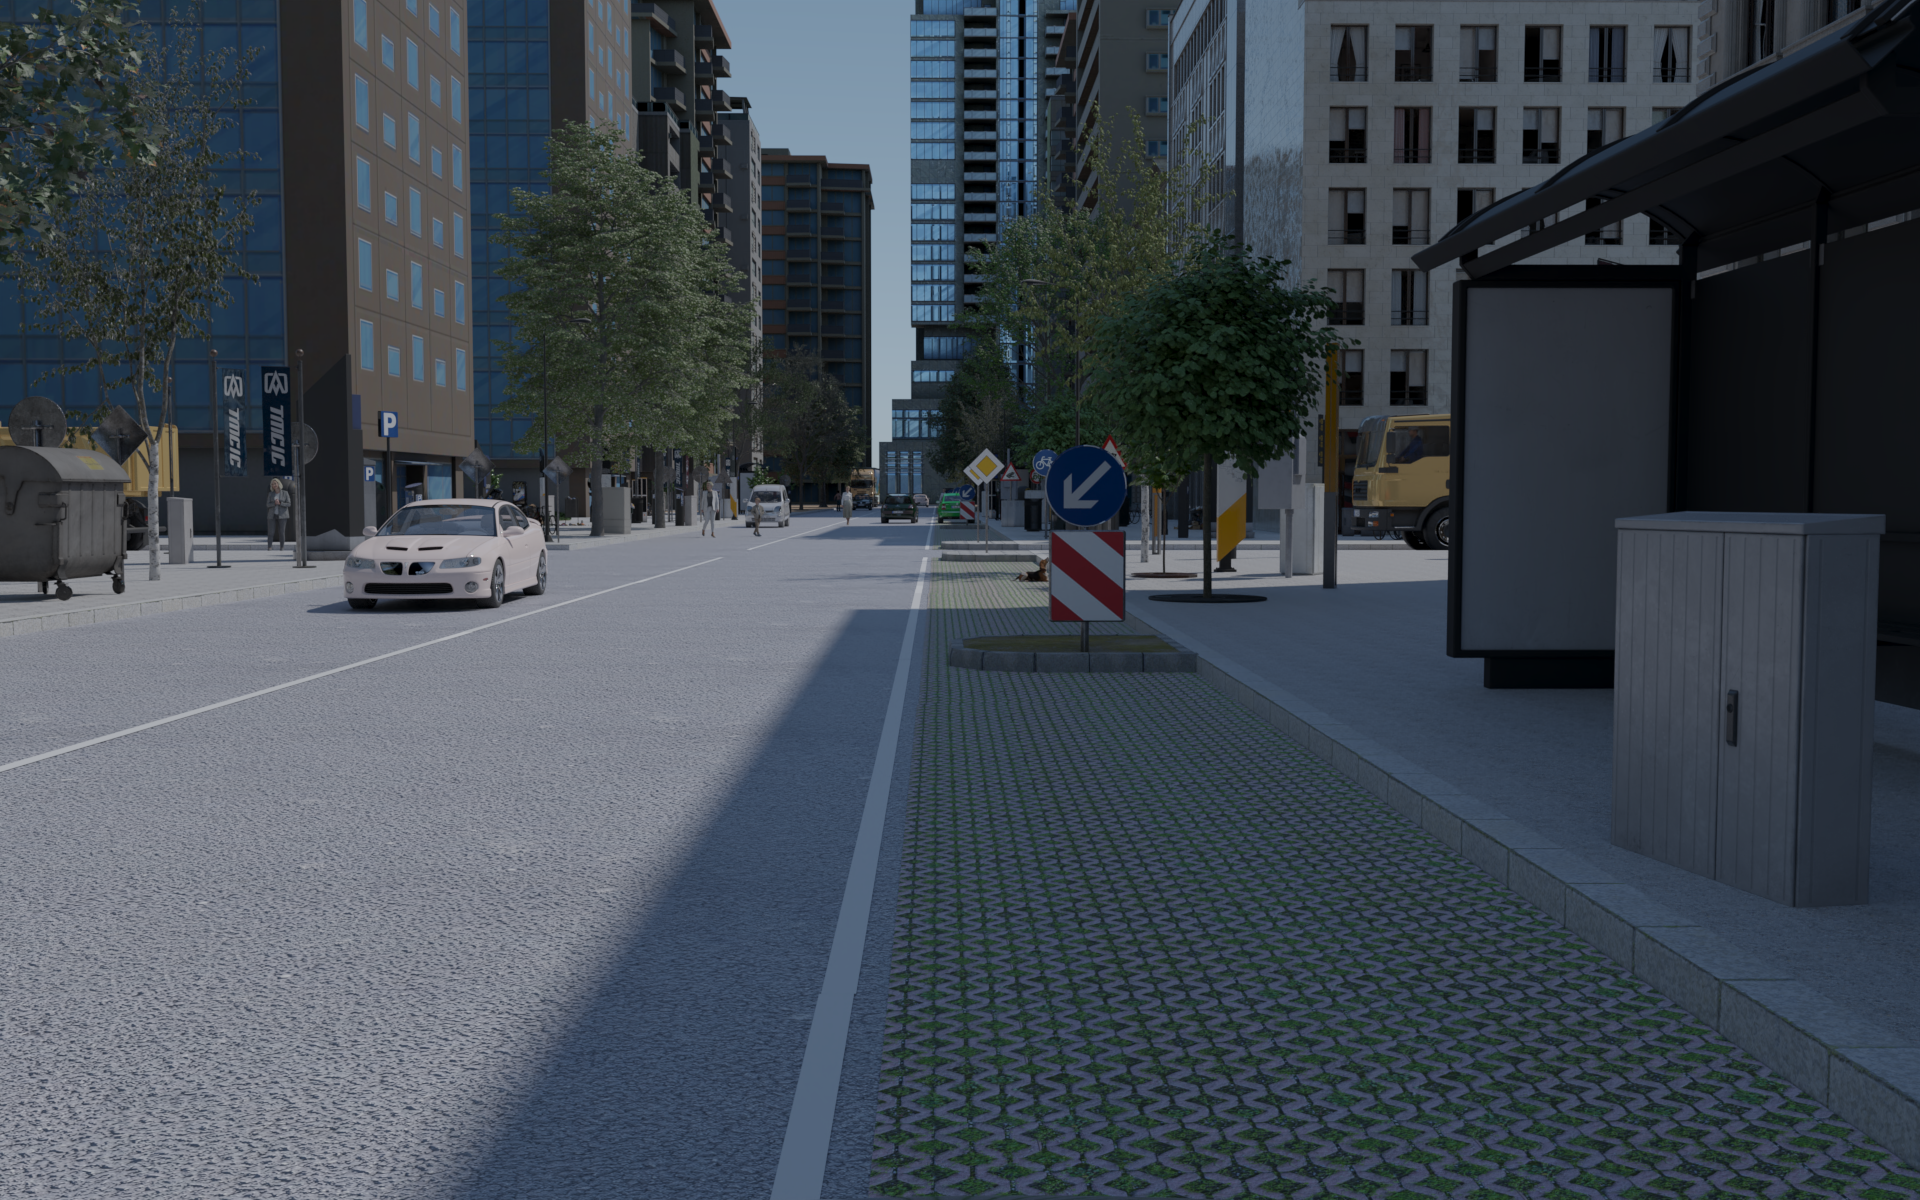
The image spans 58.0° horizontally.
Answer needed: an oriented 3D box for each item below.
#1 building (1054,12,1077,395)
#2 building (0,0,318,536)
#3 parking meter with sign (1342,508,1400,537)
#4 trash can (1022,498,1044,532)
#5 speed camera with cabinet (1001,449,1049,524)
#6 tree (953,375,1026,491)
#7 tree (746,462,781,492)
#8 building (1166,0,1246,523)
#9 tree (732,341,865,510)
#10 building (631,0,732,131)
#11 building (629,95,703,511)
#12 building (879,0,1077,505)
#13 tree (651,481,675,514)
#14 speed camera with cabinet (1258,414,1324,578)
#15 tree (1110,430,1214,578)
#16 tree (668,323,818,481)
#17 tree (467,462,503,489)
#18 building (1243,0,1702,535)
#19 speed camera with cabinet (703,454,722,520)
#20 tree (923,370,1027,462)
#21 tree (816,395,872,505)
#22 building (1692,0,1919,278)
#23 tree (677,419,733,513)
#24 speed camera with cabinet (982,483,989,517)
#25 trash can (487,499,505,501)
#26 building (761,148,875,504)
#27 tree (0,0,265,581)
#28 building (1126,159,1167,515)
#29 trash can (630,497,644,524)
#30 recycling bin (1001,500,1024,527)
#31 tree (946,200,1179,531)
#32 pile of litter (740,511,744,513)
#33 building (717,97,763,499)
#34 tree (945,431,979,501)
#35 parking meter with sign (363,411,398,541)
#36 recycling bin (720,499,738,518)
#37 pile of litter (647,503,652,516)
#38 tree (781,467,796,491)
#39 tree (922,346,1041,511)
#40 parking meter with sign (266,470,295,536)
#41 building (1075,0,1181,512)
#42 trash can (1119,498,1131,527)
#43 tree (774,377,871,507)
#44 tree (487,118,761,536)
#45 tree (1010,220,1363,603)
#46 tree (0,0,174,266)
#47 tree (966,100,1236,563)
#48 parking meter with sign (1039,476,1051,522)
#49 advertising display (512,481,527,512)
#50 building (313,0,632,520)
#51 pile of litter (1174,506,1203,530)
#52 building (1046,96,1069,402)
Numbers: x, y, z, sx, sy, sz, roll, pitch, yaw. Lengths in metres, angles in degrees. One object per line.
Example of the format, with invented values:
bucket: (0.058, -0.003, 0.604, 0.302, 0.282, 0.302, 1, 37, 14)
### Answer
building: (20.045, -30.801, 158.214, 22.147, 44.769, 28.867, 0, 4, -1)
building: (-25.638, -24.996, 58.792, 14.600, 45.320, 14.200, 0, 4, -1)
parking meter with sign: (12.454, -3.431, 52.353, 1.738, 3.016, 0.543, 0, 4, 7)
trash can: (2.497, -2.906, 59.174, 0.748, 1.137, 0.748, 0, 3, 0)
speed camera with cabinet: (2.835, -4.979, 75.742, 2.038, 3.252, 0.660, 1, 4, 10)
tree: (2.149, -9.658, 108.274, 4.360, 8.622, 3.978, 0, 3, 0)
tree: (-12.096, -6.662, 103.520, 1.663, 3.219, 1.824, 0, 3, 0)
building: (16.402, -15.797, 76.297, 12.078, 24.808, 19.932, 0, 4, -1)
tree: (-12.634, -13.920, 137.961, 12.009, 13.543, 11.850, 0, 3, 0)
building: (-31.553, -30.275, 149.625, 22.147, 44.769, 28.867, 0, 4, -1)
building: (-27.092, -21.780, 127.809, 14.160, 30.474, 14.107, 0, 4, -1)
building: (5.411, -55.595, 221.655, 31.000, 86.520, 22.319, 0, 4, -1)
tree: (-18.874, -7.061, 110.046, 1.663, 3.219, 1.824, 0, 3, 0)
speed camera with cabinet: (5.282, -2.013, 27.241, 0.660, 3.252, 2.038, 2, 4, 29)
tree: (3.060, -1.971, 26.823, 1.663, 3.219, 1.824, 0, 3, 0)
tree: (-12.244, -9.782, 94.344, 8.767, 10.594, 7.601, -2, 4, -33)
tree: (-24.027, -5.734, 88.345, 1.663, 3.219, 1.824, 0, 3, 0)
building: (18.934, -12.484, 58.860, 16.860, 20.320, 10.420, 0, 4, -1)
speed camera with cabinet: (-12.407, -5.650, 86.707, 0.660, 3.252, 2.038, -1, 4, -20)
tree: (1.821, -14.936, 154.577, 12.009, 13.543, 11.850, 0, 3, 0)
tree: (-13.870, -17.090, 197.542, 7.486, 12.596, 7.792, 0, 3, 0)
building: (17.082, -11.632, 19.055, 11.050, 23.489, 19.941, 0, 4, -1)
tree: (-17.137, -10.088, 115.294, 4.737, 8.622, 4.395, 0, 3, 0)
speed camera with cabinet: (1.628, -6.347, 98.105, 0.660, 3.252, 2.038, 0, 4, 7)
trash can: (-13.833, -2.420, 51.227, 0.748, 1.137, 0.748, 0, 3, 0)
building: (-25.569, -34.702, 222.005, 28.867, 44.769, 22.147, 0, 4, -1)
tree: (-12.143, -4.605, 25.653, 4.360, 8.622, 3.978, 0, 3, 0)
building: (17.374, -17.401, 103.592, 14.460, 24.649, 34.723, 0, 4, -1)
trash can: (-14.154, -3.914, 75.645, 0.748, 1.137, 0.748, 0, 3, 0)
recycling bin: (2.106, -3.381, 67.834, 0.722, 1.027, 0.722, 3, 5, 44)
tree: (3.454, -8.219, 60.129, 9.928, 11.665, 9.643, 0, 3, 0)
pile of litter: (-15.139, -6.475, 119.824, 1.176, 0.858, 1.719, 1, 4, 22)
building: (-27.961, -30.399, 180.625, 14.086, 41.232, 14.154, 0, 4, -1)
tree: (1.543, -16.472, 187.439, 7.486, 12.596, 7.792, 0, 3, 0)
parking meter with sign: (-12.816, -2.481, 36.817, 1.738, 3.016, 0.543, 1, 4, 20)
recycling bin: (-12.209, -4.828, 91.497, 0.722, 1.027, 0.722, -3, 4, -37)
pile of litter: (-18.080, -5.344, 101.335, 1.176, 0.858, 1.719, 0, 4, -6)
tree: (-12.733, -7.886, 123.541, 1.663, 3.219, 1.824, 0, 3, 0)
tree: (1.640, -13.124, 131.582, 9.611, 12.733, 9.660, 0, 3, 0)
parking meter with sign: (-20.089, -3.376, 51.458, 1.738, 3.016, 0.543, 3, 5, 43)
building: (20.326, -31.119, 132.497, 21.300, 48.544, 21.600, 0, 4, -1)
trash can: (6.362, -3.452, 68.101, 0.748, 1.137, 0.748, 0, 3, 0)
tree: (-13.454, -15.423, 169.174, 9.611, 12.733, 9.660, 0, 3, 0)
tree: (-10.812, -8.248, 52.987, 7.486, 12.596, 7.792, 0, 3, 0)
tree: (3.095, -2.276, 20.919, 4.285, 4.588, 4.351, 0, 3, 0)
tree: (-11.438, -5.831, 12.343, 9.611, 12.733, 9.660, 0, 3, 0)
tree: (3.297, -4.997, 32.063, 4.737, 8.622, 4.395, 0, 3, 0)
parking meter with sign: (4.027, -5.107, 79.766, 0.543, 3.016, 1.738, -1, 4, -21)
advertising display: (-22.070, -4.989, 86.791, 0.974, 1.923, 0.123, 3, 4, 38)
building: (-26.953, -27.476, 99.342, 14.600, 45.320, 14.200, 0, 4, -1)
pile of litter: (8.393, -2.973, 62.578, 1.176, 0.858, 1.719, -1, 4, -13)
building: (16.004, -30.464, 181.687, 14.154, 41.232, 14.086, 0, 4, -1)
